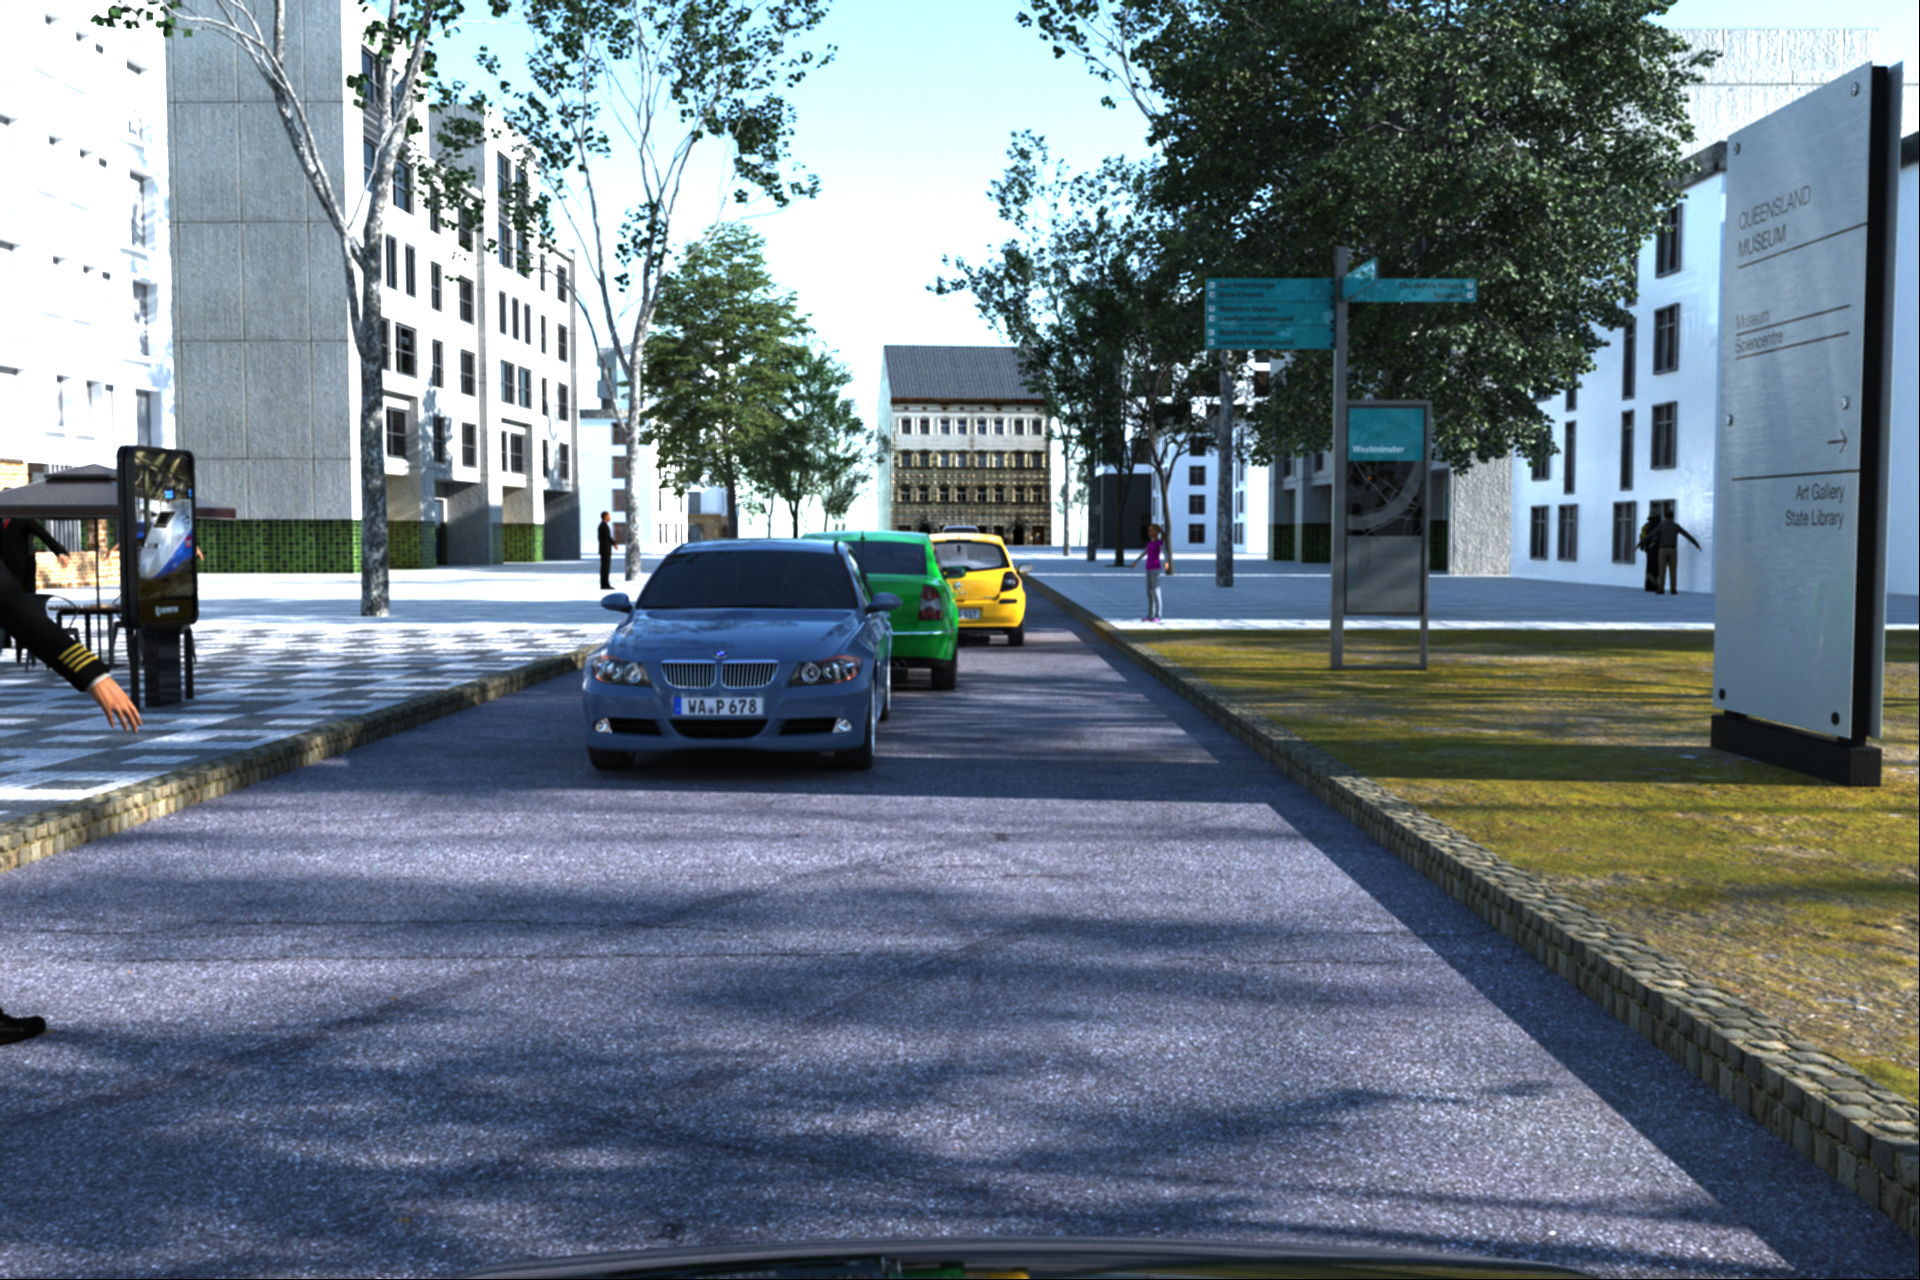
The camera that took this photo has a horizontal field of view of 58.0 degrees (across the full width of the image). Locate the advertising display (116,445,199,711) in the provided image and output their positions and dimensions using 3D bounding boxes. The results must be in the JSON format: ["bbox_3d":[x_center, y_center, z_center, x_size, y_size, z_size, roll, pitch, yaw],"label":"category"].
[{"bbox_3d":[-5.996,-0.475,12.981,0.123,1.923,0.974,0,4,1],"label":"advertising display"}]

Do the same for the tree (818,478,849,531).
[{"bbox_3d":[-14.397,-15.319,200.833,4.737,8.622,4.395,0,3,0],"label":"tree"}]

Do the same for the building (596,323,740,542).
[{"bbox_3d":[-26.633,-18.350,156.439,16.016,20.090,11.380,0,4,1],"label":"building"}]

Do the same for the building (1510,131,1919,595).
[{"bbox_3d":[20.721,-5.819,37.292,9.099,9.664,28.070,0,3,0],"label":"building"}]

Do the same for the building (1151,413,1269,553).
[{"bbox_3d":[20.558,-11.668,132.920,9.099,9.664,28.070,0,4,0],"label":"building"}]

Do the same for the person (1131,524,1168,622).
[{"bbox_3d":[2.780,-0.982,25.316,0.599,1.433,0.991,-2,4,-24],"label":"person"}]

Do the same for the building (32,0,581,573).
[{"bbox_3d":[-27.844,-12.550,71.646,16.747,18.905,31.486,0,4,1],"label":"building"}]

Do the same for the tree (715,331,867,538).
[{"bbox_3d":[-8.611,-9.994,89.152,9.928,11.665,9.643,0,3,0],"label":"tree"}]

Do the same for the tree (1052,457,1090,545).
[{"bbox_3d":[13.934,-16.000,196.019,7.601,10.594,8.767,0,4,6],"label":"tree"}]

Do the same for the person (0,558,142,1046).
[{"bbox_3d":[-2.865,0.215,4.877,1.347,1.837,0.705,2,4,25],"label":"person"}]

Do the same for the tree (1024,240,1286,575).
[{"bbox_3d":[6.505,-7.327,54.216,8.767,10.594,7.601,-1,4,-14],"label":"tree"}]

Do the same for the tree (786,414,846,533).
[{"bbox_3d":[-9.119,-9.198,100.747,4.360,8.622,3.978,0,3,0],"label":"tree"}]

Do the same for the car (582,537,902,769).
[{"bbox_3d":[-1.396,-0.005,12.092,2.014,1.417,4.499,0,4,0],"label":"car"}]

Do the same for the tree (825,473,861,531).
[{"bbox_3d":[-13.217,-14.981,195.304,4.737,8.622,4.395,0,3,0],"label":"tree"}]

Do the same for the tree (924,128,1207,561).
[{"bbox_3d":[5.175,-13.827,81.960,12.611,20.169,13.585,0,3,0],"label":"tree"}]

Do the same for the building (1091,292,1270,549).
[{"bbox_3d":[26.001,-19.511,162.971,27.936,21.610,32.646,0,4,0],"label":"building"}]

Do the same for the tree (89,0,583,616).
[{"bbox_3d":[-10.515,-10.481,27.248,12.611,20.169,13.585,0,3,0],"label":"tree"}]

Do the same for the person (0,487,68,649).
[{"bbox_3d":[-10.624,-0.807,19.378,1.347,1.806,0.705,0,4,-1],"label":"person"}]

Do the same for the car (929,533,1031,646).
[{"bbox_3d":[-0.015,-0.815,23.543,2.015,1.641,3.980,0,3,0],"label":"car"}]

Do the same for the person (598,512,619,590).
[{"bbox_3d":[-8.177,-2.070,40.075,0.704,1.802,1.346,-2,4,-26],"label":"person"}]

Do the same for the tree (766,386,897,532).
[{"bbox_3d":[-8.486,-10.672,108.904,8.767,10.594,7.601,-1,4,-21],"label":"tree"}]

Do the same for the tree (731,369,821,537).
[{"bbox_3d":[-8.351,-7.590,74.451,4.360,8.622,3.978,0,3,0],"label":"tree"}]

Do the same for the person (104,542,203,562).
[{"bbox_3d":[-11.396,-1.143,24.549,1.347,1.847,0.705,0,4,-5],"label":"person"}]

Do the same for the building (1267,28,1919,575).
[{"bbox_3d":[23.629,-12.409,69.340,16.747,18.905,31.486,0,4,0],"label":"building"}]

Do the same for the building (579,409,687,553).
[{"bbox_3d":[-24.963,-11.502,130.213,9.099,9.664,28.070,0,4,1],"label":"building"}]

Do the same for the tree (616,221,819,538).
[{"bbox_3d":[-8.795,-8.894,63.545,7.486,12.596,7.792,0,3,0],"label":"tree"}]

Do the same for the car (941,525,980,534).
[{"bbox_3d":[0.012,-4.013,74.284,2.281,1.827,5.304,0,4,-1],"label":"car"}]

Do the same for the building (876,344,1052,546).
[{"bbox_3d":[0.134,-22.457,200.563,18.063,23.208,19.493,0,4,-7],"label":"building"}]

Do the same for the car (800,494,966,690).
[{"bbox_3d":[-0.914,-0.519,17.286,1.959,1.807,4.718,0,4,0],"label":"car"}]

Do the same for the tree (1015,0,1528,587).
[{"bbox_3d":[7.700,-11.306,40.735,12.611,20.169,13.585,0,3,0],"label":"tree"}]

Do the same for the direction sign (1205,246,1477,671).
[{"bbox_3d":[3.554,-1.644,15.647,2.525,3.948,1.411,0,4,-1],"label":"direction sign"}]

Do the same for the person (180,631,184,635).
[{"bbox_3d":[-10.091,-0.981,22.179,0.704,1.843,1.345,-2,4,-34],"label":"person"}]

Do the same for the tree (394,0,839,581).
[{"bbox_3d":[-9.355,-11.765,48.239,12.611,20.169,13.585,0,3,0],"label":"tree"}]

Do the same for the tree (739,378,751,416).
[{"bbox_3d":[-25.925,-20.895,197.520,12.611,20.169,13.585,0,3,0],"label":"tree"}]

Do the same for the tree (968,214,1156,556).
[{"bbox_3d":[7.746,-15.014,101.362,12.611,20.169,13.585,0,3,0],"label":"tree"}]

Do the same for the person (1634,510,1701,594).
[{"bbox_3d":[15.135,-1.881,37.024,1.348,1.796,0.705,1,4,15],"label":"person"}]

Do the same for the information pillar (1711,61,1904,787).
[{"bbox_3d":[4.597,-1.112,9.499,0.184,3.620,1.656,0,4,0],"label":"information pillar"}]

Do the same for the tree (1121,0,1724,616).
[{"bbox_3d":[6.967,-7.354,26.900,9.857,13.997,8.962,0,3,0],"label":"tree"}]

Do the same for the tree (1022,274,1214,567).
[{"bbox_3d":[6.461,-8.699,67.980,9.928,11.665,9.643,0,3,0],"label":"tree"}]

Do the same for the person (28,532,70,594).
[{"bbox_3d":[-15.362,-1.365,28.449,1.348,1.813,0.705,0,4,-5],"label":"person"}]

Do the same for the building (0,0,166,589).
[{"bbox_3d":[-26.353,-10.844,33.721,16.016,20.090,11.380,0,3,0],"label":"building"}]

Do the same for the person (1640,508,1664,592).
[{"bbox_3d":[15.493,-2.008,38.616,0.705,1.856,1.354,-1,4,-8],"label":"person"}]
